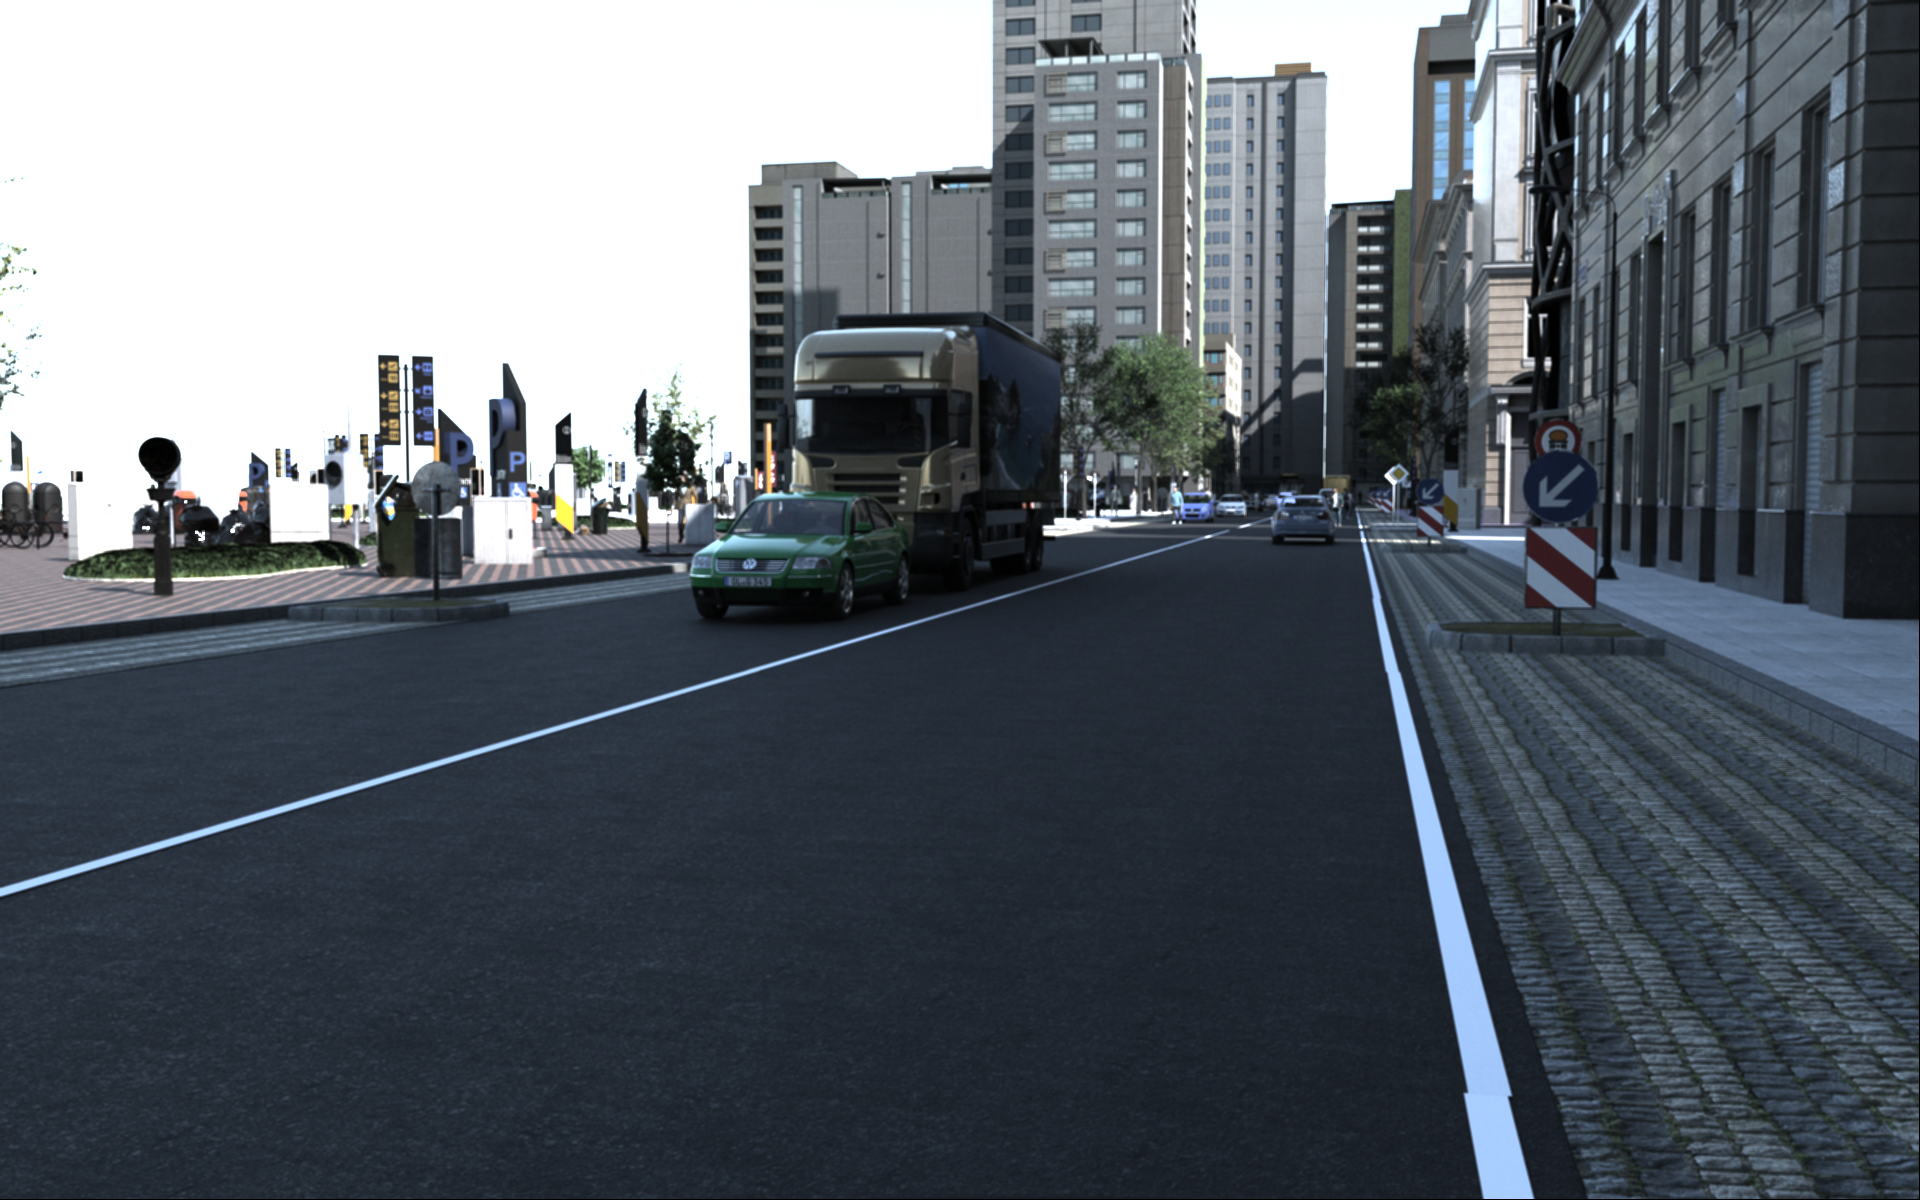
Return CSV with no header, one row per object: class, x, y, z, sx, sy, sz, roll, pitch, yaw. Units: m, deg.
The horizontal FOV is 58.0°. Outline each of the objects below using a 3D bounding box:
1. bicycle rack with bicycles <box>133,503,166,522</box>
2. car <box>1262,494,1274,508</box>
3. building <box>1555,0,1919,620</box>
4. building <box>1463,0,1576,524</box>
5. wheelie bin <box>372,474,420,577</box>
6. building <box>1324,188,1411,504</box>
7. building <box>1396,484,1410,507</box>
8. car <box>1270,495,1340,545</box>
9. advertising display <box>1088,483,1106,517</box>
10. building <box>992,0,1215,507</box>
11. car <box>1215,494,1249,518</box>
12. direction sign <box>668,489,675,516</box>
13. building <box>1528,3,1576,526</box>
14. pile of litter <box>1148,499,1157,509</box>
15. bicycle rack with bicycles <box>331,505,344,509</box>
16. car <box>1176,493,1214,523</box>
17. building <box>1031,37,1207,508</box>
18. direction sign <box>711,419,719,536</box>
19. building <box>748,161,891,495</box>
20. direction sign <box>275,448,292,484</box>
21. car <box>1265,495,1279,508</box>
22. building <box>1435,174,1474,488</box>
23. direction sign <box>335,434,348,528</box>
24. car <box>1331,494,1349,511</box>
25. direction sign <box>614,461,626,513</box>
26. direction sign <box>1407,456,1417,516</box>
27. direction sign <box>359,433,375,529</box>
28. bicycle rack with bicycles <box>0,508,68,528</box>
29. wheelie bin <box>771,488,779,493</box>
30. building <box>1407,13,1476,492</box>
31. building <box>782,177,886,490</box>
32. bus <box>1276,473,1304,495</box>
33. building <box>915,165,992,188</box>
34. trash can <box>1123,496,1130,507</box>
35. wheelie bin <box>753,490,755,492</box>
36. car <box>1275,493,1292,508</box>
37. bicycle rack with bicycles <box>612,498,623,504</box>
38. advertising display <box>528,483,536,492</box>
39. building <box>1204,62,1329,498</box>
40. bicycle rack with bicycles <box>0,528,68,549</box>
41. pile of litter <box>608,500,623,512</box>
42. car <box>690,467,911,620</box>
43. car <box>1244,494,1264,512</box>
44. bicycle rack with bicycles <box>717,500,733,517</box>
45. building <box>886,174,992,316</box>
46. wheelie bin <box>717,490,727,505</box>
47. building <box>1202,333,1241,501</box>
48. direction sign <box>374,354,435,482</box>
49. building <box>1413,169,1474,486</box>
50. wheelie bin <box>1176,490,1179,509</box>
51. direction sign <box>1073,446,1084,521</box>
bicycle rack with bicycles,-31.335,-3.237,66.307,2.852,0.926,2.925,-3,4,-38
car,32.524,-10.405,182.121,2.014,1.417,4.499,1,4,13
building,17.255,-14.083,27.524,12.463,27.353,25.104,1,4,13
building,32.982,-17.761,76.295,20.117,28.700,13.634,1,4,13
wheelie bin,-8.756,-1.164,26.937,0.693,1.594,0.980,-1,4,-21
building,56.643,-33.690,234.428,14.086,41.232,14.154,1,4,13
building,68.184,-31.257,202.925,32.217,40.220,23.993,1,4,13
car,10.052,-2.359,50.571,2.014,1.417,4.499,1,4,13
advertising display,7.662,-5.604,96.839,0.974,1.923,0.123,0,4,2
building,15.266,-45.011,174.188,20.563,71.187,20.611,1,4,13
car,16.784,-5.795,106.754,2.014,1.417,4.499,1,4,12
direction sign,-17.205,-6.773,102.736,0.379,3.537,0.876,1,4,13
building,26.264,-11.348,52.985,16.820,18.784,16.811,1,4,13
pile of litter,15.702,-7.977,144.388,1.719,0.858,1.176,1,4,15
bicycle rack with bicycles,-38.864,-5.787,108.001,2.852,0.926,2.925,2,4,34
car,11.890,-4.763,87.461,1.945,1.707,3.694,1,4,12
building,14.625,-28.981,157.427,14.154,41.232,14.086,1,4,13
direction sign,-7.505,-3.697,52.441,0.379,3.537,0.876,0,4,-7
building,-17.466,-38.580,254.477,21.600,48.544,21.300,1,4,13
direction sign,-33.122,-5.677,84.819,0.379,3.537,0.876,3,4,36
car,31.680,-9.893,174.118,2.083,1.381,4.827,1,4,11
building,34.783,-16.350,103.483,11.583,22.565,21.152,1,4,13
direction sign,-23.476,-4.510,65.732,0.379,3.537,0.876,0,4,7
car,31.664,-8.249,144.658,2.009,1.686,4.222,1,4,12
direction sign,-23.091,-7.690,117.727,0.876,3.537,0.379,-3,4,-38
direction sign,26.781,-6.775,102.760,0.379,3.537,0.876,-1,4,-16
direction sign,-21.884,-4.433,64.481,0.876,3.537,0.379,0,4,-5
bicycle rack with bicycles,-38.998,-3.586,72.019,2.925,0.926,2.852,0,4,-2
wheelie bin,-9.081,-4.637,83.726,0.980,1.594,0.693,2,4,33
building,49.606,-31.352,162.721,14.600,45.320,14.200,1,4,13
building,-14.322,-33.169,225.914,14.086,41.232,14.154,1,4,13
bus,40.052,-13.332,209.532,2.896,3.916,12.252,1,4,14
building,8.252,-38.568,250.191,30.456,49.044,23.786,1,4,13
trash can,14.399,-8.471,150.148,0.748,1.137,0.748,0,3,0
wheelie bin,-16.976,-8.273,143.164,0.980,1.594,0.693,0,4,5
car,31.071,-9.519,165.220,1.945,1.707,3.694,1,4,13
bicycle rack with bicycles,-28.453,-8.196,147.394,2.852,0.926,2.925,1,4,13
advertising display,-25.773,-6.001,103.328,0.974,1.923,0.123,-1,4,-19
building,36.804,-42.815,242.032,28.212,58.520,21.231,1,4,13
bicycle rack with bicycles,-22.565,-1.704,41.241,2.925,0.926,2.852,0,4,-3
pile of litter,-24.769,-6.673,123.073,1.719,0.858,1.176,1,4,16
car,-1.856,-0.761,21.239,1.959,1.807,4.718,1,4,12
car,23.767,-8.023,140.960,2.009,1.686,4.222,1,4,13
bicycle rack with bicycles,-13.723,-5.521,103.643,2.852,0.926,2.925,2,4,27
building,-0.456,-33.014,223.376,14.086,41.232,14.154,1,4,13
wheelie bin,-17.429,-7.323,127.640,0.980,1.594,0.693,-1,4,-22
building,18.968,-22.473,212.466,28.899,21.520,27.650,1,4,13
direction sign,-9.017,-2.219,28.275,0.876,3.537,0.379,-2,4,-25
building,42.139,-18.027,128.025,16.112,22.955,30.059,1,4,13
wheelie bin,18.536,-8.569,148.018,0.980,1.594,0.693,3,4,38
direction sign,5.650,-5.545,82.656,0.379,3.537,0.876,-2,4,-28
